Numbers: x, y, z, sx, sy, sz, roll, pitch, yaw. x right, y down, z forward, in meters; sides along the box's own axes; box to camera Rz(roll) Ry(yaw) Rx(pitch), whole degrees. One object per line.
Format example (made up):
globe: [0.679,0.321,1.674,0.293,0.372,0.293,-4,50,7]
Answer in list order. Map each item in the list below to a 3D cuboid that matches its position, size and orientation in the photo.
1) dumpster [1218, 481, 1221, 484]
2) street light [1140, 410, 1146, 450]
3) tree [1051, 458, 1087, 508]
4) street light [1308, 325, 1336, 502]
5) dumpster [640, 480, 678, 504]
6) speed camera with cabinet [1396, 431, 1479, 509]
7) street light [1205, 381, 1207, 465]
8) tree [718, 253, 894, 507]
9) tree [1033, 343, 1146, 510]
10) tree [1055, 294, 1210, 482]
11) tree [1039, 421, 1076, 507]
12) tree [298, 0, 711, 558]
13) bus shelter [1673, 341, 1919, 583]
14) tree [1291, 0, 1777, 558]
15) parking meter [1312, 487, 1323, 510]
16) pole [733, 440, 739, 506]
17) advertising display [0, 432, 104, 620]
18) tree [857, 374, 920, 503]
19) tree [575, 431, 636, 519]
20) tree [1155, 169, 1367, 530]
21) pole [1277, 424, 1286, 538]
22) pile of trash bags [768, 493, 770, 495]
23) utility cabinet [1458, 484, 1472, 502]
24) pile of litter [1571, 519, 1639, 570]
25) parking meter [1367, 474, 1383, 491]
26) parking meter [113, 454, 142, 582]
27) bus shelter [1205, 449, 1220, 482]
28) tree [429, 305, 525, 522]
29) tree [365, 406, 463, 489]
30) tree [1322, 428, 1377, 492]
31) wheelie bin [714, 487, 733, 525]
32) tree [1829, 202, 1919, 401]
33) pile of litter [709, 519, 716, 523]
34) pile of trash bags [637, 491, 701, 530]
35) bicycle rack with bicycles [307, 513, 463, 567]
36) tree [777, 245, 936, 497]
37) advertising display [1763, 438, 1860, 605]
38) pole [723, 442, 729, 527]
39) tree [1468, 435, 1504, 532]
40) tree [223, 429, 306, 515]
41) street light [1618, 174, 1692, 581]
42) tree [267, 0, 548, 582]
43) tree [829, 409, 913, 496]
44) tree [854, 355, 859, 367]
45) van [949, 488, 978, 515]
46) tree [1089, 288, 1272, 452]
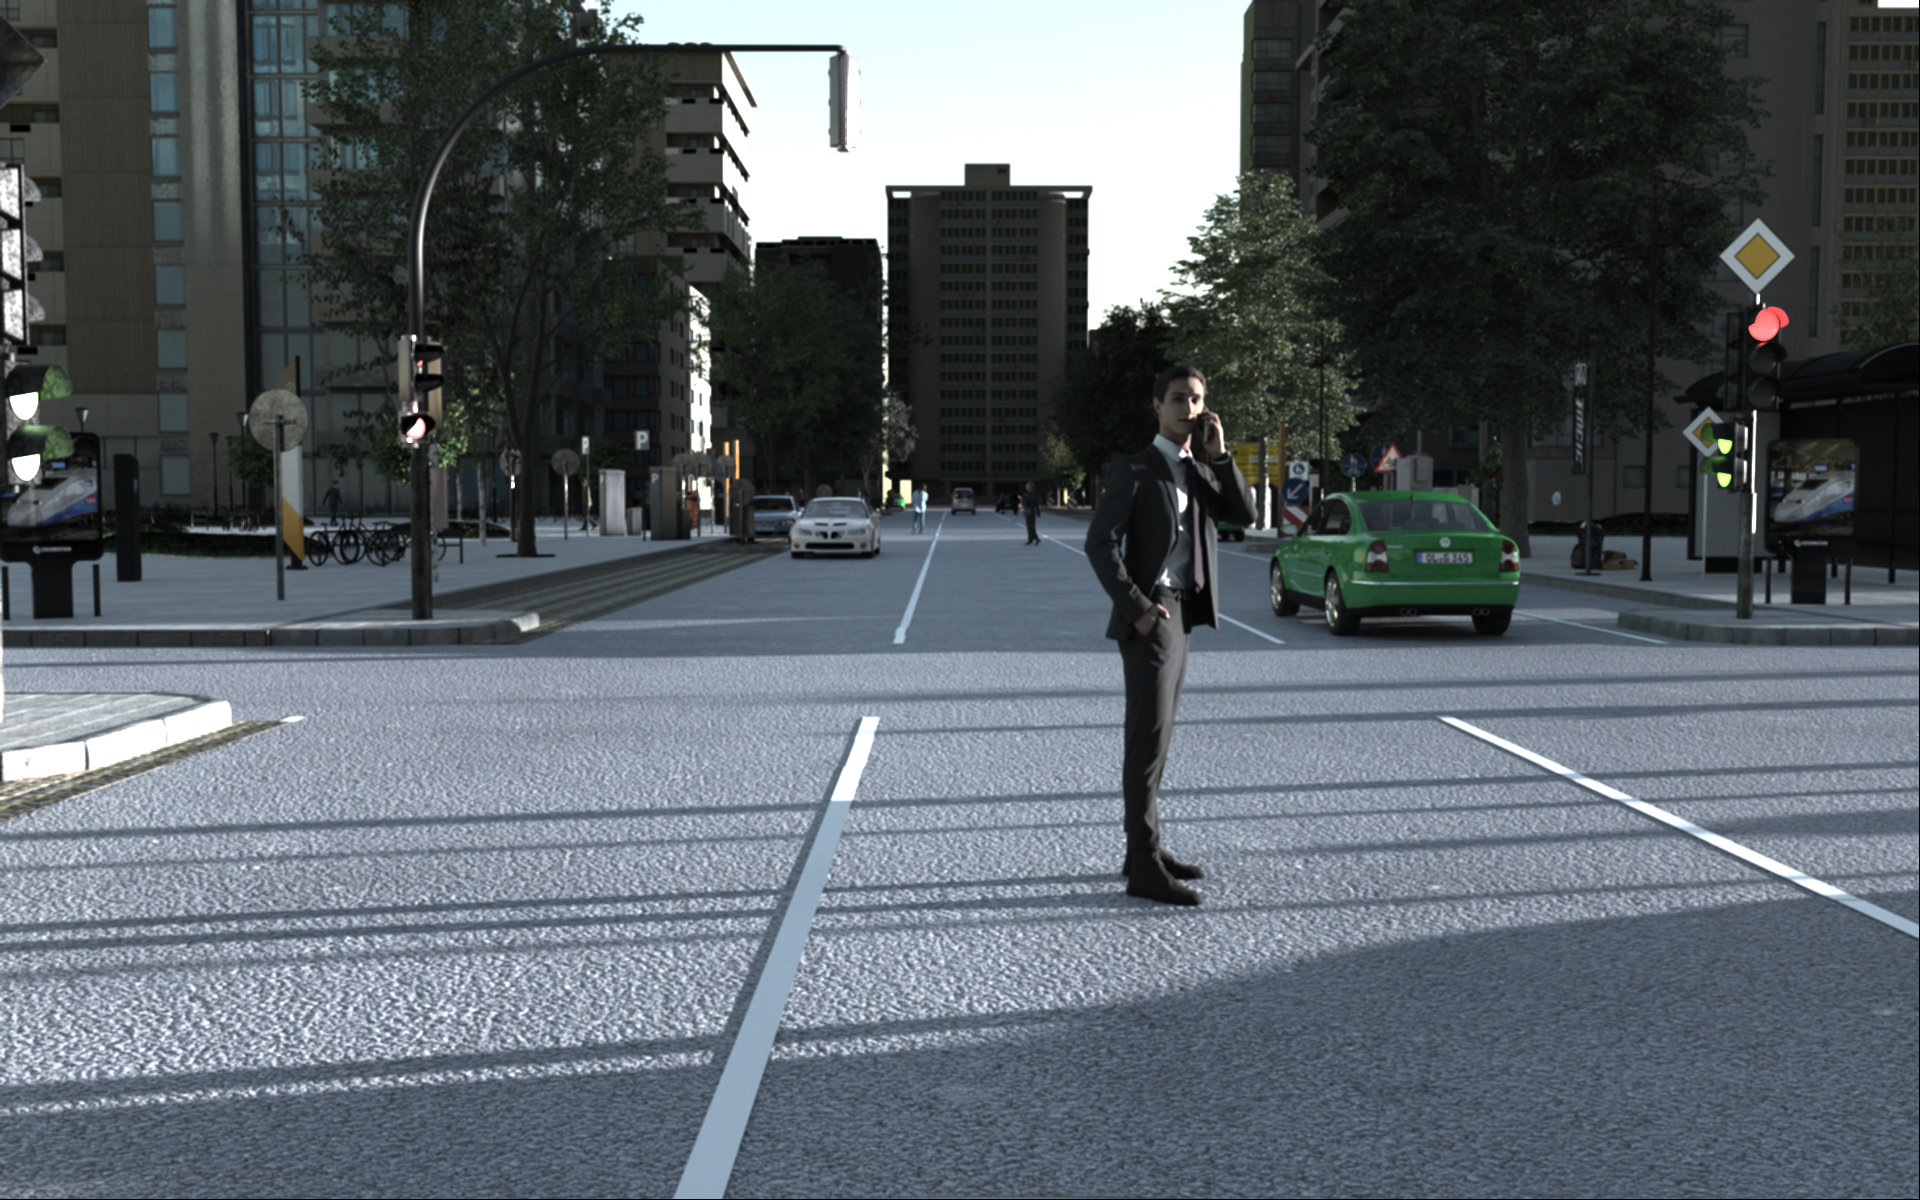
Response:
dumpster: [10.906,-3.937,70.136,1.264,1.857,1.865,0,3,0]
street light: [9.737,-7.292,92.015,0.468,5.910,1.993,0,4,0]
tree: [9.843,-10.591,156.874,4.285,4.588,4.351,0,3,0]
street light: [9.922,-4.576,47.597,0.468,5.910,1.993,0,4,0]
dumpster: [-11.944,-3.851,68.729,1.264,1.857,1.865,0,4,0]
speed camera with cabinet: [11.541,-2.905,41.826,2.038,3.252,0.660,-1,4,-22]
street light: [9.903,-5.921,69.591,0.468,5.910,1.993,0,4,0]
tree: [-7.902,-11.295,91.325,9.857,13.997,8.962,0,3,0]
tree: [10.740,-13.909,137.776,12.009,13.543,11.850,0,3,0]
tree: [10.207,-11.185,99.880,9.611,12.733,9.660,0,3,0]
tree: [9.716,-13.449,170.249,4.737,8.622,4.395,0,3,0]
tree: [-8.887,-6.670,34.817,9.928,11.665,9.643,0,3,0]
bus shelter: [12.685,-1.942,25.668,2.014,3.302,5.546,0,4,0]
tree: [11.107,-7.821,34.523,9.857,13.997,8.962,0,3,0]
parking meter: [12.559,-3.209,60.877,0.372,1.533,0.369,0,3,0]
pole: [-8.463,-4.378,65.429,0.158,3.312,0.155,0,3,0]
advertising display: [-9.390,-0.774,17.873,0.974,1.923,0.123,-3,4,-38]
tree: [-9.021,-15.829,169.180,12.009,13.543,11.850,0,3,0]
tree: [-18.537,-6.507,90.098,4.285,4.588,4.351,0,3,0]
tree: [10.392,-8.771,61.537,7.486,12.596,7.792,0,3,0]
pole: [9.331,-3.450,50.249,0.158,3.312,0.155,0,3,0]
pile of trash bags: [-9.964,-4.883,89.592,1.912,1.369,3.447,0,4,2]
utility cabinet: [11.754,-1.937,40.351,0.318,1.500,1.173,1,4,15]
pile of litter: [11.133,-0.971,29.849,1.176,0.858,1.719,3,5,45]
parking meter: [12.123,-2.746,50.612,0.399,1.863,0.255,2,4,32]
parking meter: [-12.250,-1.210,25.494,0.255,1.863,0.399,-1,4,-10]
bus shelter: [13.682,-5.886,87.513,1.731,3.624,6.357,0,4,0]
tree: [-19.426,-7.163,67.478,4.737,8.622,4.395,0,3,0]
tree: [-19.104,-4.697,60.510,4.285,4.588,4.351,0,3,0]
tree: [19.319,-6.287,86.511,4.285,4.588,4.351,0,3,0]
wheelie bin: [-9.862,-3.936,72.267,0.693,1.594,0.980,-2,4,-32]
tree: [23.786,-5.698,43.522,4.737,8.622,4.395,0,3,0]
pile of litter: [-10.238,-3.780,75.774,1.176,0.858,1.719,-3,5,-41]
pile of trash bags: [-10.064,-3.116,60.700,1.912,1.369,3.447,-3,5,-40]
bicycle rack with bicycles: [-10.629,-1.118,31.669,2.852,0.926,2.925,2,4,34]
tree: [-8.441,-16.923,132.586,12.611,20.169,13.585,0,3,0]
advertising display: [9.899,-0.914,20.160,0.974,1.923,0.123,1,4,15]
pole: [-9.184,-4.540,68.071,0.158,3.312,0.155,0,3,0]
tree: [17.452,-3.811,56.912,1.663,3.219,1.824,0,3,0]
tree: [-30.262,-5.608,75.406,4.285,4.588,4.351,0,3,0]
street light: [10.141,-3.220,25.427,0.468,5.910,1.993,0,4,0]
tree: [-7.814,-4.579,25.233,4.360,8.622,3.978,0,3,0]
tree: [-8.335,-13.363,152.891,8.767,10.594,7.601,-1,4,-19]
tree: [-8.466,-9.223,76.554,9.928,11.665,9.643,0,3,0]
van: [0.260,-6.936,120.417,2.013,2.044,4.112,0,4,1]
tree: [10.092,-8.844,79.015,8.767,10.594,7.601,0,4,-1]
